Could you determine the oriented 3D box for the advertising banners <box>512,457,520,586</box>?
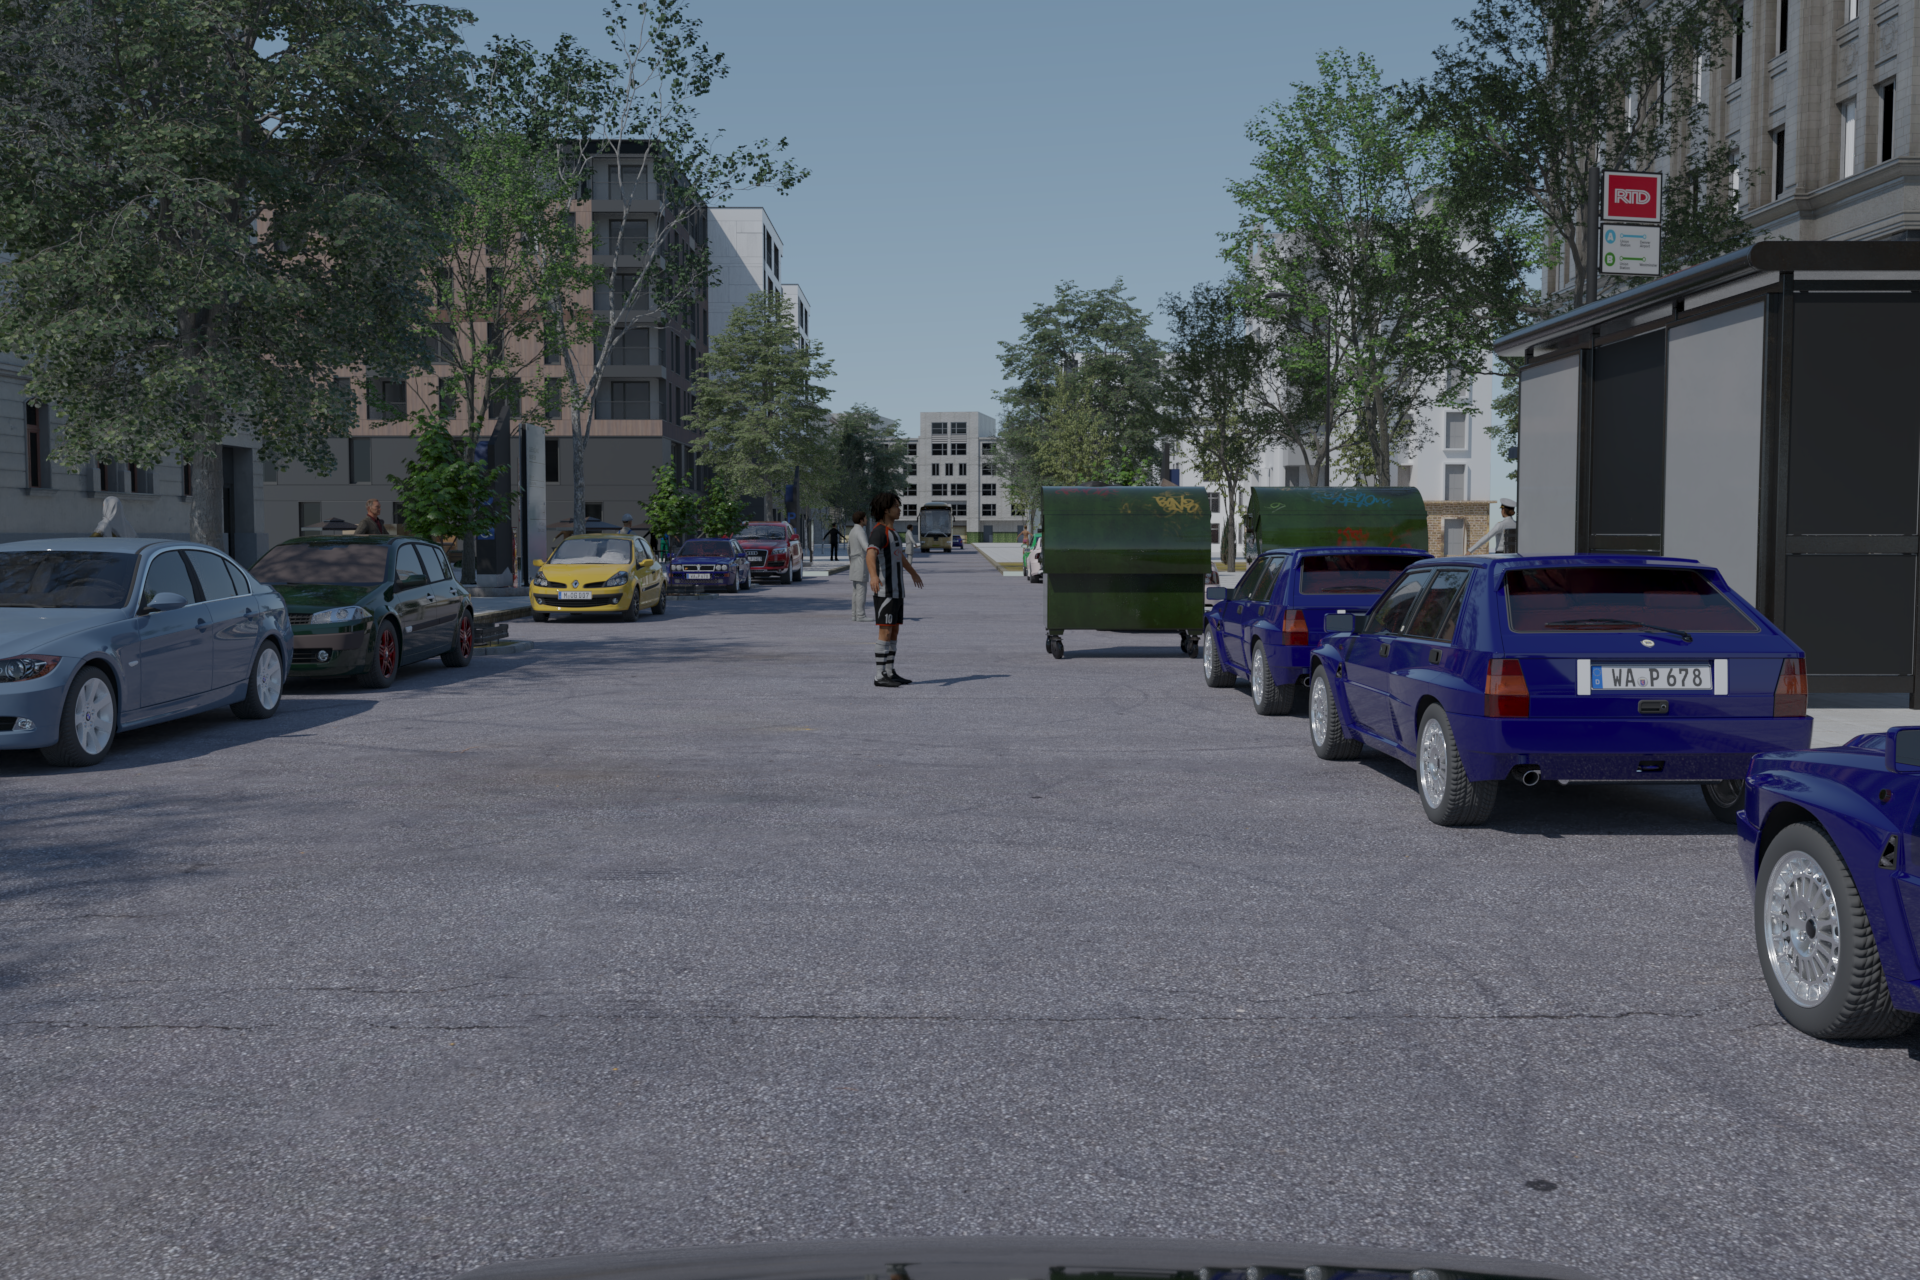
[{"bbox_3d":[-10.025,-2.610,38.862,0.090,3.025,2.074,0,4,-1],"label":"advertising banners"}]

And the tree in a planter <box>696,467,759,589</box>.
[{"bbox_3d":[-6.419,-2.997,46.217,1.991,3.239,1.994,0,4,1],"label":"tree in a planter"}]

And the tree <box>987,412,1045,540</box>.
[{"bbox_3d":[5.935,-13.028,138.769,9.928,11.665,9.643,0,3,0],"label":"tree"}]

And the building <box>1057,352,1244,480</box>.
[{"bbox_3d":[25.469,-22.436,210.803,27.936,21.610,32.646,0,4,0],"label":"building"}]

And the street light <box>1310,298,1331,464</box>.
[{"bbox_3d":[7.624,-3.719,33.351,1.470,5.913,1.316,0,4,0],"label":"street light"}]

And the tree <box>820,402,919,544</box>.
[{"bbox_3d":[-8.806,-15.834,165.542,9.857,13.997,8.962,0,3,0],"label":"tree"}]

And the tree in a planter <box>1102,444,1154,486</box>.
[{"bbox_3d":[3.323,-2.277,34.458,1.991,3.239,1.994,0,4,1],"label":"tree in a planter"}]

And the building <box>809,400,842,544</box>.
[{"bbox_3d":[-25.834,-24.442,230.554,19.493,23.208,18.063,0,4,1],"label":"building"}]

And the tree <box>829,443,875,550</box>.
[{"bbox_3d":[-9.627,-11.677,141.274,4.360,8.622,3.978,0,3,0],"label":"tree"}]

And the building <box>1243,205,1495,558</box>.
[{"bbox_3d":[22.781,-15.283,106.302,16.016,20.090,11.380,0,4,0],"label":"building"}]

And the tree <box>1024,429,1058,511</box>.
[{"bbox_3d":[6.913,-10.248,117.918,4.360,8.622,3.978,0,3,0],"label":"tree"}]

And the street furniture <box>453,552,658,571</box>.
[{"bbox_3d":[-15.859,-2.876,62.649,10.072,0.657,5.734,1,4,12],"label":"street furniture"}]

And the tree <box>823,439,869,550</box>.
[{"bbox_3d":[-9.744,-11.311,135.304,4.360,8.622,3.978,0,3,0],"label":"tree"}]

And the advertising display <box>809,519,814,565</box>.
[{"bbox_3d":[-6.249,-4.137,72.858,0.123,1.923,0.974,0,4,1],"label":"advertising display"}]

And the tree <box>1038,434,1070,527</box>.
[{"bbox_3d":[6.366,-9.566,106.764,4.737,8.622,4.395,0,3,0],"label":"tree"}]

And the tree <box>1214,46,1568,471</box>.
[{"bbox_3d":[9.223,-6.864,37.982,9.928,11.665,9.643,0,3,0],"label":"tree"}]

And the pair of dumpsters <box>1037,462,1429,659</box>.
[{"bbox_3d":[3.124,-0.939,20.299,4.436,2.255,1.574,0,4,0],"label":"pair of dumpsters"}]

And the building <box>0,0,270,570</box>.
[{"bbox_3d":[-31.434,-16.157,51.552,14.401,28.519,23.554,0,4,-1],"label":"building"}]

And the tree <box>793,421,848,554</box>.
[{"bbox_3d":[-8.971,-9.825,111.005,4.737,8.622,4.395,0,3,0],"label":"tree"}]

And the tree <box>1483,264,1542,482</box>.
[{"bbox_3d":[26.020,-10.053,71.029,9.857,13.997,8.962,0,3,0],"label":"tree"}]

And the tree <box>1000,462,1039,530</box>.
[{"bbox_3d":[5.872,-12.775,159.235,4.737,8.622,4.395,0,3,0],"label":"tree"}]

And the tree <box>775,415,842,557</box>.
[{"bbox_3d":[-8.817,-9.088,98.946,4.360,8.622,3.978,0,3,0],"label":"tree"}]

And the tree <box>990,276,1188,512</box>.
[{"bbox_3d":[6.431,-10.891,84.730,9.857,13.997,8.962,0,3,0],"label":"tree"}]

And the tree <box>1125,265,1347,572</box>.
[{"bbox_3d":[9.350,-7.561,58.042,8.767,10.594,7.601,3,5,41],"label":"tree"}]

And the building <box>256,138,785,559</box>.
[{"bbox_3d":[-26.203,-16.035,106.150,27.936,21.610,32.646,0,4,-1],"label":"building"}]

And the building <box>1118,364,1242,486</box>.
[{"bbox_3d":[22.434,-20.315,188.571,16.016,20.090,11.380,0,4,0],"label":"building"}]

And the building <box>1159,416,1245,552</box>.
[{"bbox_3d":[20.405,-11.142,124.318,9.099,9.664,28.070,0,4,0],"label":"building"}]

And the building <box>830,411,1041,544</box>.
[{"bbox_3d":[-4.286,-23.754,257.299,31.486,18.905,16.747,1,4,10],"label":"building"}]

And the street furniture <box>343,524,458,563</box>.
[{"bbox_3d":[-26.410,-4.412,78.983,9.812,1.723,11.010,3,5,44],"label":"street furniture"}]

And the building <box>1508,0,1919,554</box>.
[{"bbox_3d":[26.893,-16.575,50.590,16.754,29.471,25.880,0,4,0],"label":"building"}]

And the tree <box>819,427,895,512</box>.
[{"bbox_3d":[-9.123,-13.301,151.884,7.601,10.594,8.767,0,4,2],"label":"tree"}]

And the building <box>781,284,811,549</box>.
[{"bbox_3d":[-27.093,-18.057,139.201,27.936,21.610,32.646,0,4,-1],"label":"building"}]

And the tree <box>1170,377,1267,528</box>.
[{"bbox_3d":[11.250,-7.513,73.206,4.737,8.622,4.395,0,3,0],"label":"tree"}]

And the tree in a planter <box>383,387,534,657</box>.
[{"bbox_3d":[-6.336,-1.463,21.138,1.991,3.239,1.994,0,3,0],"label":"tree in a planter"}]

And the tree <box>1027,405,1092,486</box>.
[{"bbox_3d":[5.966,-8.861,95.233,4.360,8.622,3.978,0,3,0],"label":"tree"}]

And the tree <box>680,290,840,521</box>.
[{"bbox_3d":[-9.368,-9.975,81.224,7.486,12.596,7.792,0,3,0],"label":"tree"}]

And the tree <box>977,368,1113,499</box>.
[{"bbox_3d":[6.471,-13.250,127.007,12.009,13.543,11.850,0,3,0],"label":"tree"}]

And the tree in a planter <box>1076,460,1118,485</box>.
[{"bbox_3d":[3.322,-2.745,42.103,1.991,3.239,1.994,0,4,0],"label":"tree in a planter"}]

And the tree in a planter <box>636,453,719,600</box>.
[{"bbox_3d":[-6.414,-2.515,38.347,1.991,3.239,1.994,0,4,1],"label":"tree in a planter"}]

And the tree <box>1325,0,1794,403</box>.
[{"bbox_3d":[9.190,-5.632,26.501,7.601,10.594,8.767,0,4,-3],"label":"tree"}]

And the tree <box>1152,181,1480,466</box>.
[{"bbox_3d":[9.371,-6.843,46.298,8.767,10.594,7.601,0,4,-3],"label":"tree"}]
